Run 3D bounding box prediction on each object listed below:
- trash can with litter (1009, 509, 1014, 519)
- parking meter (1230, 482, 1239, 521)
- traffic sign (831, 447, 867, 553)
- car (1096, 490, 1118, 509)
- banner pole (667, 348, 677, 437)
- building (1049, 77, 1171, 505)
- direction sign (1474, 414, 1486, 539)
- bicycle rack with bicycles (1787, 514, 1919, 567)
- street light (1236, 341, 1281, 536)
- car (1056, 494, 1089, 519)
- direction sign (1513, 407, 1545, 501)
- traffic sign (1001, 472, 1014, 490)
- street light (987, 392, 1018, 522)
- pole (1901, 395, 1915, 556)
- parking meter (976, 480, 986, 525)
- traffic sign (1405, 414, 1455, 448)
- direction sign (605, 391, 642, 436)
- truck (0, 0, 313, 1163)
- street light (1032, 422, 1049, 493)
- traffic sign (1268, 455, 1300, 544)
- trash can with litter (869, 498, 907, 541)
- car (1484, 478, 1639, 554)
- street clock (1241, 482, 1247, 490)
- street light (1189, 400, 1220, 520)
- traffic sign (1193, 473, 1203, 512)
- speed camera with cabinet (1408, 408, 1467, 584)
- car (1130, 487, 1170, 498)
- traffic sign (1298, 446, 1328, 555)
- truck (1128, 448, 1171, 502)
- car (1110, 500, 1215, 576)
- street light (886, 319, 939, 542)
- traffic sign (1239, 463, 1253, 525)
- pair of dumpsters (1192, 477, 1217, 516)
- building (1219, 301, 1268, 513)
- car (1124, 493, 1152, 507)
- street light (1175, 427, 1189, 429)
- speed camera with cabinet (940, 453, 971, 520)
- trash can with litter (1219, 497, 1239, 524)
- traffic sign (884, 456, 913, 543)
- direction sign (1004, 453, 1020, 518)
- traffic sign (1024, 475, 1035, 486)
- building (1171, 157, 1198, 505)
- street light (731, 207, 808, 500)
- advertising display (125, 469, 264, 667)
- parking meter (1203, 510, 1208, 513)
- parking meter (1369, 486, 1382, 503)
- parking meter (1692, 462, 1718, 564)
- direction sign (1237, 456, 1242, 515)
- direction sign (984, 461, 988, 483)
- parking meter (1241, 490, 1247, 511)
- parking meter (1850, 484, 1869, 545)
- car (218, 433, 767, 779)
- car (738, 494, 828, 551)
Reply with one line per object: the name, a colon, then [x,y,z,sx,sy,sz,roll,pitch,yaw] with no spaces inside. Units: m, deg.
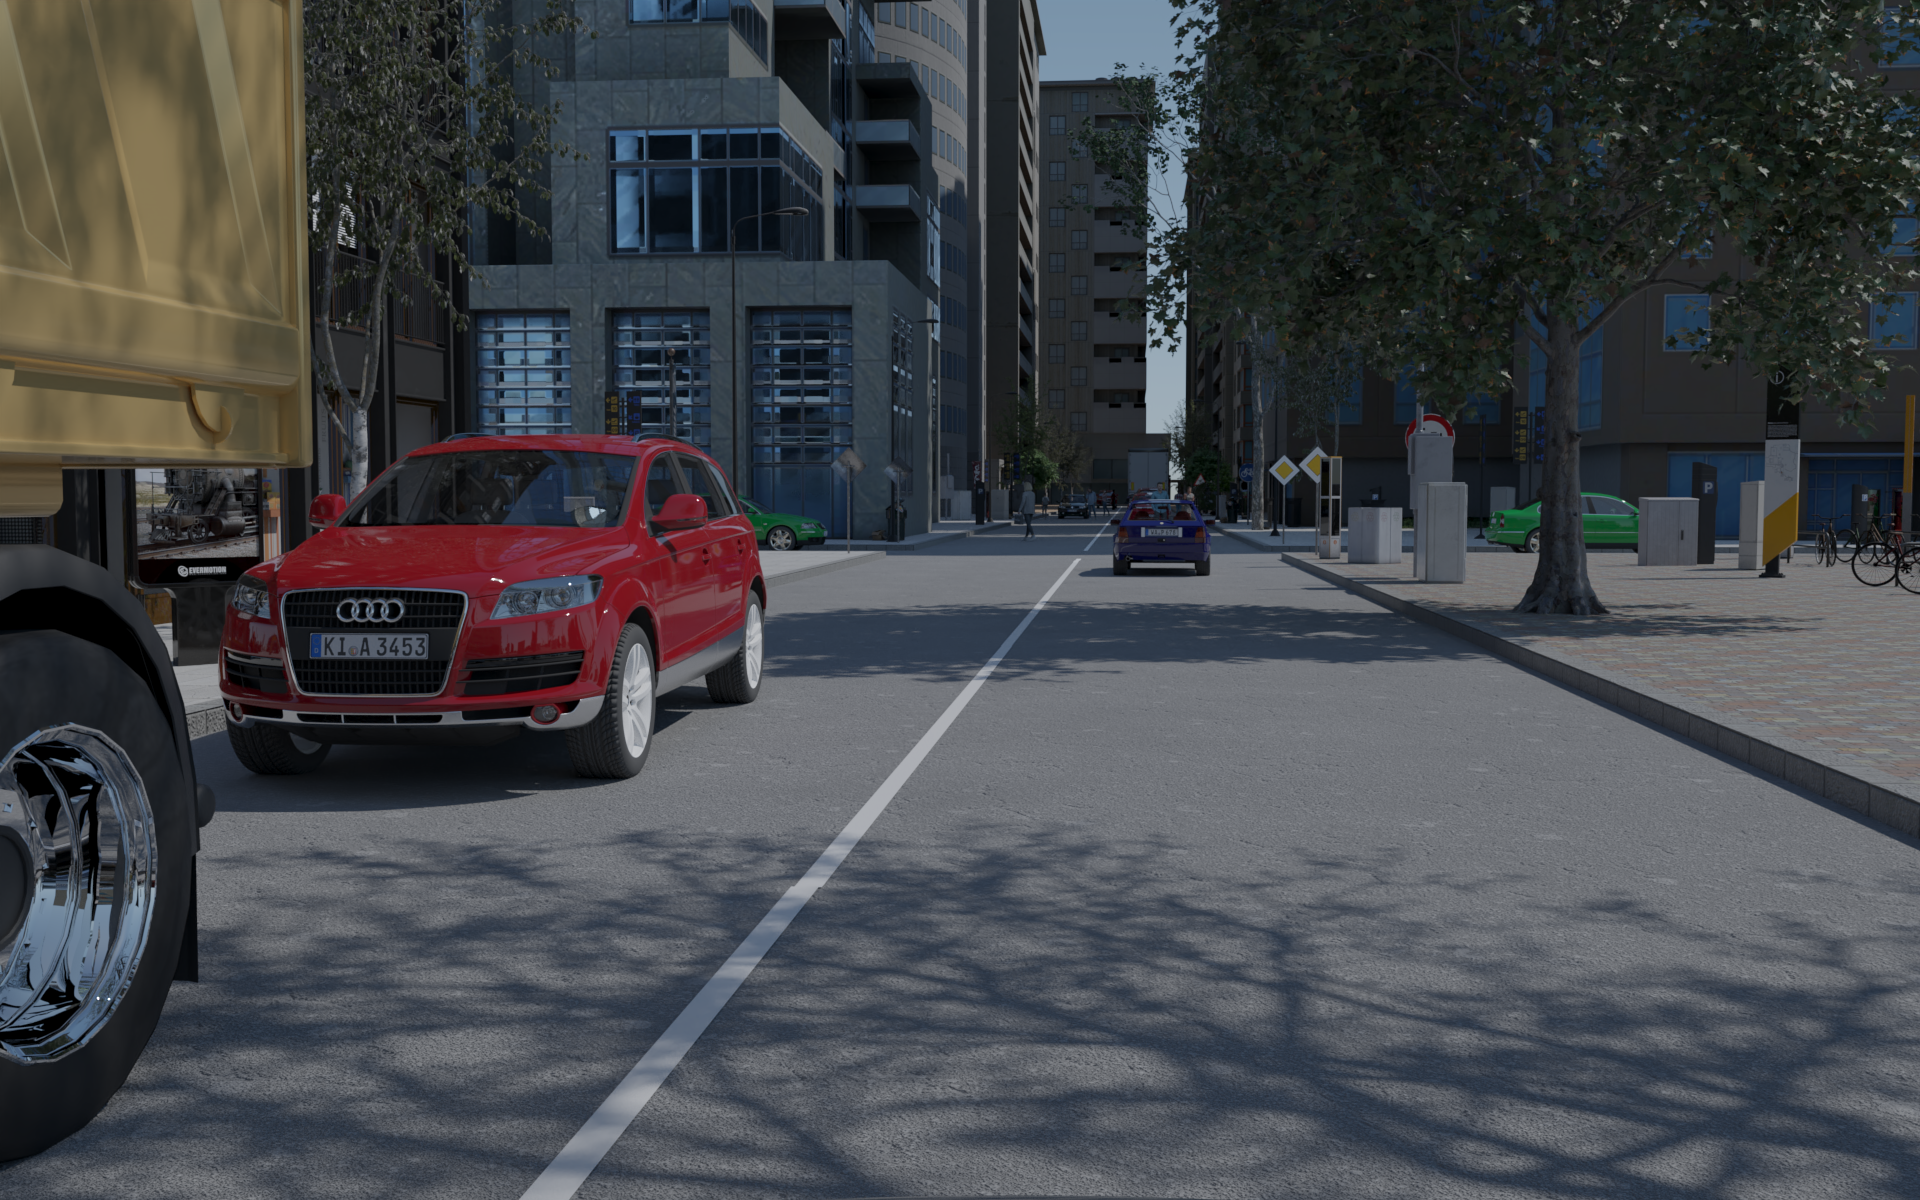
trash can with litter: [2.242,-4.675,87.824,1.055,1.170,0.624,2,4,34]
parking meter: [12.868,-4.618,81.221,0.399,1.863,0.255,1,4,15]
traffic sign: [-2.402,-2.062,37.355,0.795,2.450,0.064,0,4,6]
car: [14.587,-9.998,172.142,2.281,1.827,5.304,0,4,4]
banner pole: [-4.883,-2.419,29.568,0.401,3.779,0.863,-1,4,-16]
building: [12.948,-38.616,220.613,27.495,52.752,28.713,0,4,6]
direction sign: [14.922,-3.518,49.513,0.379,3.537,0.876,0,4,7]
bicycle rack with bicycles: [16.272,-1.090,31.212,2.852,0.926,2.925,0,4,6]
street light: [9.038,-4.892,52.519,1.470,5.913,1.316,0,4,6]
car: [6.628,-5.570,100.853,2.009,1.686,4.222,0,4,6]
direction sign: [14.790,-3.237,44.922,0.876,3.537,0.379,0,4,5]
traffic sign: [2.691,-5.963,97.606,0.768,2.556,0.104,1,4,11]
street light: [1.912,-6.504,78.880,1.470,5.913,1.316,0,4,6]
pole: [19.621,-2.569,35.844,0.158,3.312,0.155,0,3,0]
parking meter: [0.852,-4.056,72.023,0.399,1.863,0.255,0,4,-6]
traffic sign: [7.452,-1.678,27.542,0.768,2.556,0.104,0,4,6]
direction sign: [-7.412,-2.825,38.186,0.876,3.537,0.379,1,4,16]
truck: [-3.553,-0.266,0.272,3.469,3.379,9.791,0,4,6]
street light: [5.248,-8.525,111.926,1.470,5.913,1.316,0,4,6]
traffic sign: [8.282,-2.487,44.301,0.795,2.450,0.064,0,4,6]
trash can with litter: [-1.986,-2.213,47.562,1.055,1.170,0.624,1,4,17]
car: [14.466,-1.880,39.541,4.718,1.807,1.959,0,4,5]
street clock: [16.552,-5.873,100.590,0.358,2.002,0.471,-3,5,-39]
street light: [12.183,-6.900,85.352,1.470,5.913,1.316,0,4,6]
traffic sign: [14.990,-6.602,107.951,0.884,2.594,0.081,0,4,8]
speed camera with cabinet: [7.089,-1.918,25.691,0.660,3.252,2.038,0,4,7]
car: [10.937,-5.551,99.425,2.281,1.827,5.304,0,4,5]
traffic sign: [7.492,-2.001,36.355,0.795,2.450,0.064,0,4,6]
truck: [12.211,-7.523,111.912,2.839,4.237,11.283,0,4,7]
car: [3.717,-1.175,31.800,1.945,1.354,3.894,0,4,7]
street light: [-1.254,-4.496,46.048,1.470,5.913,1.316,0,4,6]
traffic sign: [11.905,-4.368,71.527,0.768,2.556,0.104,1,4,9]
pair of dumpsters: [14.549,-6.105,102.309,1.574,2.255,4.437,0,4,6]
building: [34.580,-17.586,132.572,27.650,21.520,28.899,0,4,6]
car: [8.260,-4.085,75.829,2.155,1.783,4.494,0,4,7]
street light: [15.477,-8.962,119.067,1.470,5.913,1.316,0,4,6]
speed camera with cabinet: [-0.286,-5.542,84.947,0.660,3.252,2.038,3,5,39]
trash can with litter: [11.686,-3.921,75.490,0.624,1.170,1.055,-2,4,-28]
traffic sign: [-1.611,-2.548,45.301,0.795,2.450,0.064,0,4,6]
direction sign: [2.827,-6.284,94.746,0.876,3.537,0.379,-1,4,-10]
traffic sign: [4.513,-6.900,112.916,0.768,2.556,0.104,0,4,7]
building: [40.565,-34.200,213.793,28.867,44.769,22.147,0,4,6]
street light: [-3.152,-3.408,28.266,1.470,5.913,1.316,0,4,6]
advertising display: [-5.719,-0.475,12.978,0.123,1.923,0.974,3,5,44]
parking meter: [16.464,-6.589,116.143,0.372,1.533,0.369,0,3,0]
parking meter: [12.700,-2.726,52.989,0.372,1.533,0.369,0,3,0]
parking meter: [13.593,-1.586,31.641,0.399,1.863,0.255,-1,4,-12]
direction sign: [16.787,-6.853,104.037,0.379,3.537,0.876,2,4,23]
direction sign: [1.554,-7.684,117.634,0.876,3.537,0.379,-2,4,-35]
parking meter: [16.365,-5.574,99.541,0.372,1.533,0.369,0,3,0]
parking meter: [22.904,-2.184,44.111,0.372,1.533,0.369,0,3,0]
car: [-2.510,-0.110,10.468,2.281,1.827,5.304,0,4,4]
car: [-5.606,-2.052,42.352,4.718,1.807,1.959,0,4,4]
